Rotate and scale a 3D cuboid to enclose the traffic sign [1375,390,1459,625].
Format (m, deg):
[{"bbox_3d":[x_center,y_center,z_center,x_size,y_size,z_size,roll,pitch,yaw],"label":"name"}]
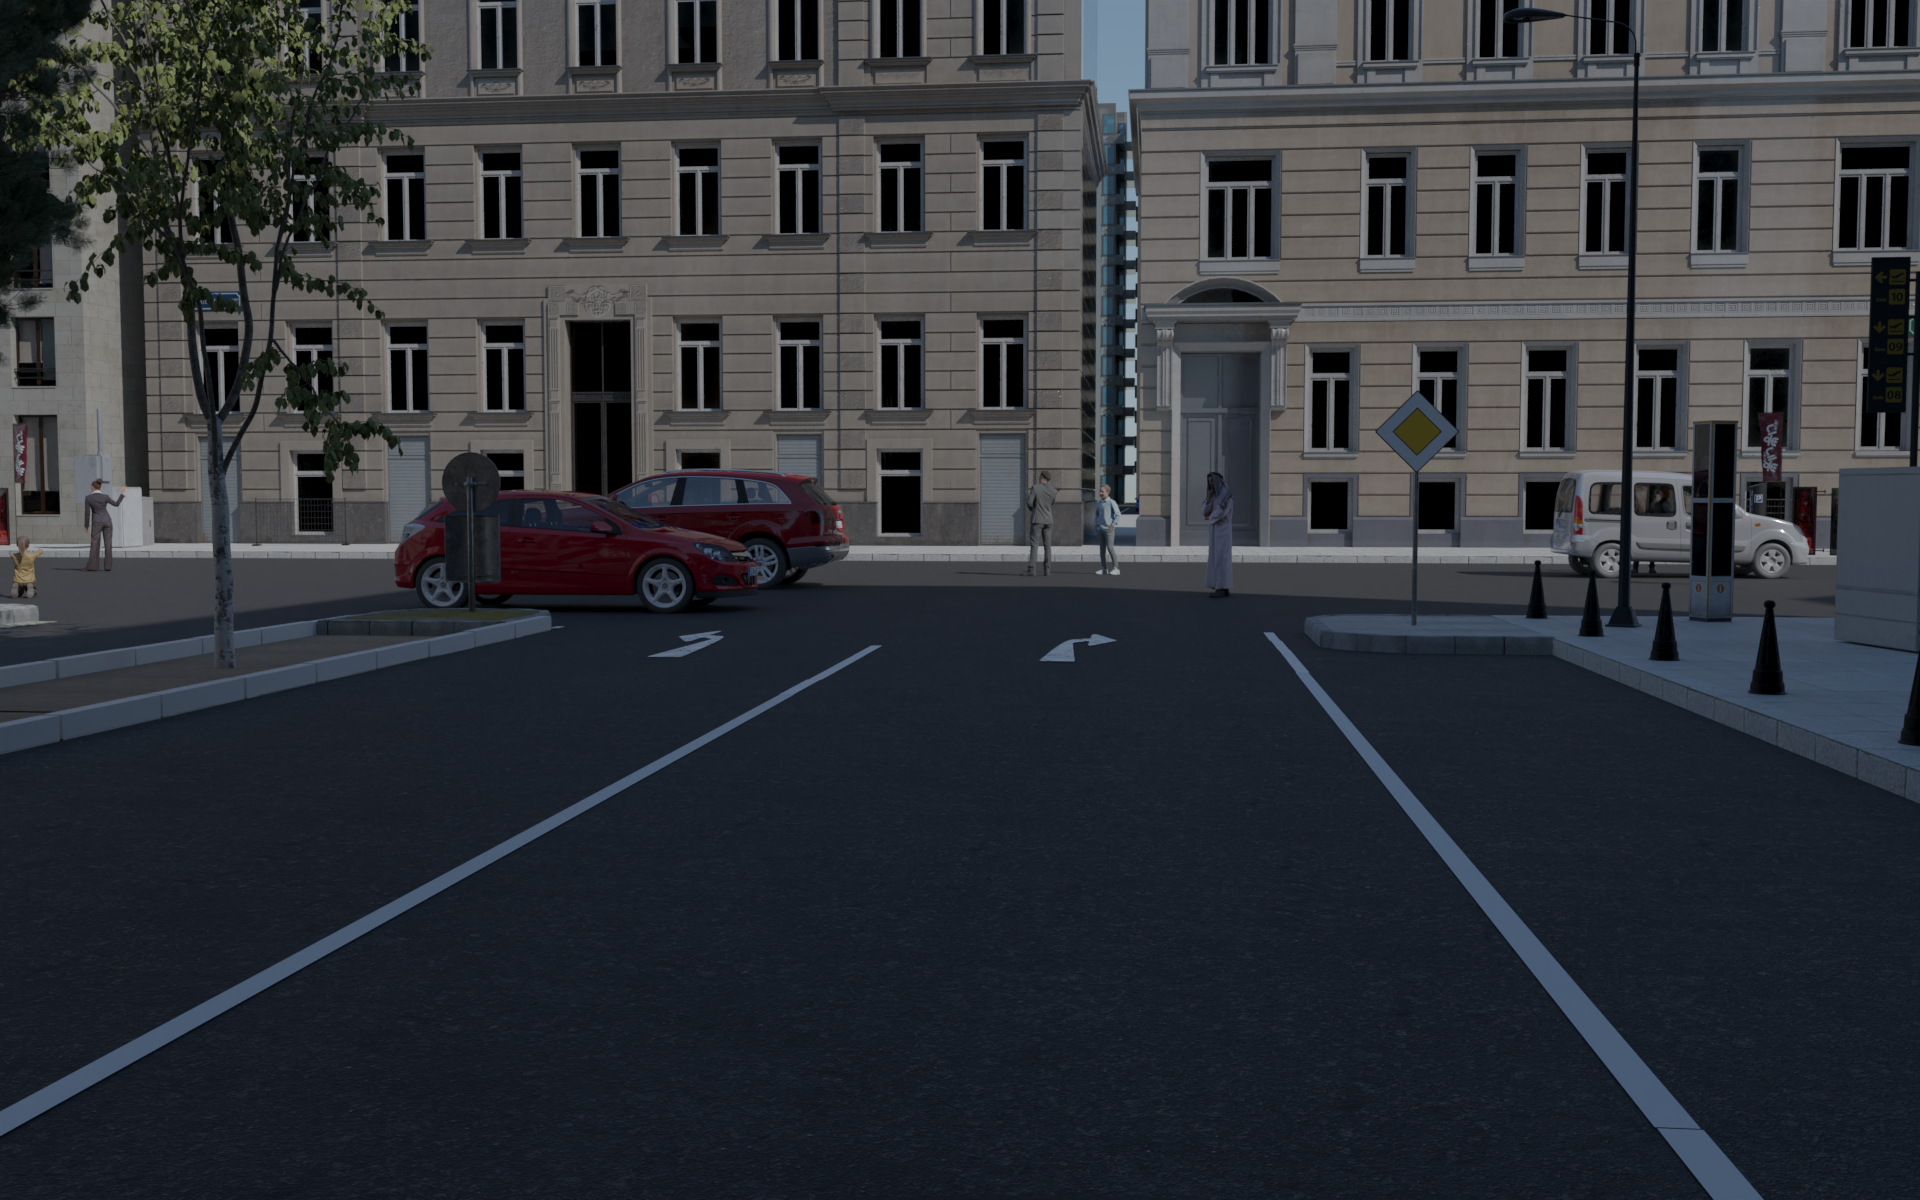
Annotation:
[{"bbox_3d":[4.439,-0.810,16.886,0.795,2.450,0.064,0,4,6],"label":"traffic sign"}]

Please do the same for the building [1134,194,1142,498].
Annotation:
[{"bbox_3d":[31.998,-35.763,208.432,21.600,48.544,21.300,0,4,6],"label":"building"}]

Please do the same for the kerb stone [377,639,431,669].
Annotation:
[{"bbox_3d":[-4.768,0.463,14.665,0.120,0.150,1.000,0,4,6],"label":"kerb stone"}]

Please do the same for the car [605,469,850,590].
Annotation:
[{"bbox_3d":[-4.386,-1.121,26.995,5.304,1.827,2.281,0,4,6],"label":"car"}]

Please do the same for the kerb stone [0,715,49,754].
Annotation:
[{"bbox_3d":[-5.338,0.775,9.552,0.120,0.150,1.000,0,4,6],"label":"kerb stone"}]

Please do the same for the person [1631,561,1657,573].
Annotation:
[{"bbox_3d":[12.506,-1.381,31.610,0.617,1.759,0.750,1,4,23],"label":"person"}]

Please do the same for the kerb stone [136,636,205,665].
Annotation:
[{"bbox_3d":[-6.850,0.449,14.899,0.120,0.150,1.000,0,4,6],"label":"kerb stone"}]

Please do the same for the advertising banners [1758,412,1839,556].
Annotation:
[{"bbox_3d":[17.821,-2.462,36.448,2.074,3.025,0.090,3,5,45],"label":"advertising banners"}]

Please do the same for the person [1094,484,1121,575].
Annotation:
[{"bbox_3d":[2.599,-1.263,30.956,0.330,1.601,0.589,-3,4,-37],"label":"person"}]

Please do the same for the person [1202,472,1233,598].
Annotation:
[{"bbox_3d":[3.586,-0.917,24.159,0.621,1.740,0.551,-3,5,-40],"label":"person"}]

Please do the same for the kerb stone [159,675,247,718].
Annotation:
[{"bbox_3d":[-5.111,0.649,11.594,0.120,0.150,1.000,0,4,6],"label":"kerb stone"}]

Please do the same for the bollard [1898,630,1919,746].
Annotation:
[{"bbox_3d":[4.945,0.438,8.874,0.229,0.601,0.229,0,3,0],"label":"bollard"}]

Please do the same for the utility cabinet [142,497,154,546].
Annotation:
[{"bbox_3d":[-20.286,-1.944,42.946,0.306,1.237,1.020,-1,4,-9],"label":"utility cabinet"}]

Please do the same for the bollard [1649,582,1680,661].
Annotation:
[{"bbox_3d":[5.449,0.163,13.379,0.229,0.601,0.229,0,3,0],"label":"bollard"}]

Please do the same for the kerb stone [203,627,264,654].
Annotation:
[{"bbox_3d":[-6.739,0.384,15.917,0.120,0.150,1.000,0,4,6],"label":"kerb stone"}]

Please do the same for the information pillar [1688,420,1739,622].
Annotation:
[{"bbox_3d":[7.574,-0.791,17.422,0.304,2.012,0.304,-1,4,-13],"label":"information pillar"}]

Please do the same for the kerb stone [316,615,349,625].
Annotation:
[{"bbox_3d":[-6.508,0.267,17.954,0.120,0.150,1.000,0,4,6],"label":"kerb stone"}]

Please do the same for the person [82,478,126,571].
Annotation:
[{"bbox_3d":[-15.942,-1.406,32.287,0.445,1.727,0.742,2,4,26],"label":"person"}]

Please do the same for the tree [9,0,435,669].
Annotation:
[{"bbox_3d":[-6.012,-3.724,13.700,4.737,8.622,4.395,0,3,0],"label":"tree"}]

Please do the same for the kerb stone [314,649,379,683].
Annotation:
[{"bbox_3d":[-4.881,0.523,13.647,0.120,0.150,1.000,0,4,6],"label":"kerb stone"}]

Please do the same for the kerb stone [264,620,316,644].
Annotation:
[{"bbox_3d":[-6.621,0.322,16.935,0.120,0.150,1.000,0,4,6],"label":"kerb stone"}]

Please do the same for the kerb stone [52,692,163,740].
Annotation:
[{"bbox_3d":[-5.223,0.711,10.576,0.120,0.150,1.000,0,4,6],"label":"kerb stone"}]

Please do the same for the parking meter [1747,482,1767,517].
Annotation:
[{"bbox_3d":[16.694,-1.707,36.312,0.372,1.533,0.369,0,3,0],"label":"parking meter"}]

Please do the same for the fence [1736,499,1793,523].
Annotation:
[{"bbox_3d":[18.186,-1.731,39.506,2.264,1.192,0.480,0,4,-4],"label":"fence"}]

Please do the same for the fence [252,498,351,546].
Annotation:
[{"bbox_3d":[-16.423,-1.955,43.168,2.264,1.192,0.480,-1,4,-14],"label":"fence"}]

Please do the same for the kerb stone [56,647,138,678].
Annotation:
[{"bbox_3d":[-6.963,0.509,13.881,0.120,0.150,1.000,0,4,6],"label":"kerb stone"}]

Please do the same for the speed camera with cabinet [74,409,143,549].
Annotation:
[{"bbox_3d":[-20.117,-2.849,40.921,0.660,3.252,2.038,0,4,2],"label":"speed camera with cabinet"}]

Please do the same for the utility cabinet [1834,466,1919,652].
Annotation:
[{"bbox_3d":[7.787,-0.352,14.434,0.318,1.500,1.173,0,4,-3],"label":"utility cabinet"}]

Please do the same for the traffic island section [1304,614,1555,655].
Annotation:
[{"bbox_3d":[4.463,0.325,16.960,2.009,0.180,2.903,0,4,6],"label":"traffic island section"}]

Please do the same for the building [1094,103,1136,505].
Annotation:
[{"bbox_3d":[6.258,-36.258,212.431,30.456,49.044,23.786,0,4,6],"label":"building"}]

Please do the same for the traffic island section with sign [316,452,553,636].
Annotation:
[{"bbox_3d":[-5.401,-0.622,18.305,2.006,1.907,1.989,0,4,6],"label":"traffic island section with sign"}]

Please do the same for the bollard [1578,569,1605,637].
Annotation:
[{"bbox_3d":[5.704,0.025,15.631,0.229,0.601,0.229,0,3,0],"label":"bollard"}]

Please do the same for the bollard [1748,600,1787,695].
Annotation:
[{"bbox_3d":[5.198,0.300,11.134,0.229,0.601,0.229,0,3,0],"label":"bollard"}]

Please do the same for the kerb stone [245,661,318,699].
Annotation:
[{"bbox_3d":[-4.993,0.588,12.622,0.120,0.150,1.000,0,4,6],"label":"kerb stone"}]

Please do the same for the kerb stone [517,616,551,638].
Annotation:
[{"bbox_3d":[-4.420,0.273,17.729,0.120,0.150,1.000,0,4,6],"label":"kerb stone"}]

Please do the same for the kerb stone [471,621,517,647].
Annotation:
[{"bbox_3d":[-4.538,0.336,16.709,0.120,0.150,1.000,0,4,6],"label":"kerb stone"}]

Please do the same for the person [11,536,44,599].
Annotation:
[{"bbox_3d":[-12.960,-0.465,24.028,0.347,0.859,0.695,-1,4,-18],"label":"person"}]

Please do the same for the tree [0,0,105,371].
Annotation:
[{"bbox_3d":[-6.935,-5.096,7.828,6.751,12.117,7.091,0,3,0],"label":"tree"}]

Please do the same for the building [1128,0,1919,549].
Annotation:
[{"bbox_3d":[14.651,-15.940,46.527,20.117,28.700,13.634,0,4,6],"label":"building"}]

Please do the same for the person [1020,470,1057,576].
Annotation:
[{"bbox_3d":[1.368,-1.350,30.376,0.655,1.846,0.447,-2,4,-28],"label":"person"}]

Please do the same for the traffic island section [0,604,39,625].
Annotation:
[{"bbox_3d":[-11.477,0.216,18.750,2.009,0.180,2.903,0,4,6],"label":"traffic island section"}]

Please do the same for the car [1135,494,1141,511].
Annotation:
[{"bbox_3d":[15.456,-8.211,143.847,1.945,1.707,3.694,0,4,7],"label":"car"}]

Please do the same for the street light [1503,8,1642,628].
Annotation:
[{"bbox_3d":[5.894,-2.699,16.673,1.470,5.913,1.316,0,4,6],"label":"street light"}]

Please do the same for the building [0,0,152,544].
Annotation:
[{"bbox_3d":[-30.005,-11.928,49.774,16.860,20.320,10.420,0,4,6],"label":"building"}]

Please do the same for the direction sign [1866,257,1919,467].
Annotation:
[{"bbox_3d":[9.147,-1.505,16.603,0.876,3.537,0.379,0,4,6],"label":"direction sign"}]

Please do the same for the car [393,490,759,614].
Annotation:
[{"bbox_3d":[-4.747,-0.772,21.658,4.494,1.783,2.155,0,4,5],"label":"car"}]

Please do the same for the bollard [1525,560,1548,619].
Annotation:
[{"bbox_3d":[5.959,-0.112,17.876,0.229,0.601,0.229,0,3,0],"label":"bollard"}]

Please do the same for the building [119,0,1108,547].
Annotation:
[{"bbox_3d":[-8.443,-15.362,48.430,25.104,27.353,12.463,0,4,6],"label":"building"}]

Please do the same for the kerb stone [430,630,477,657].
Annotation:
[{"bbox_3d":[-4.649,0.406,15.683,0.120,0.150,1.000,0,4,6],"label":"kerb stone"}]

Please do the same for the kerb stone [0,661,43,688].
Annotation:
[{"bbox_3d":[-7.087,0.576,12.858,0.120,0.150,1.000,0,4,6],"label":"kerb stone"}]

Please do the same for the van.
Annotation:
[{"bbox_3d":[12.461,-1.408,30.027,4.112,2.044,2.013,0,4,5],"label":"van"}]

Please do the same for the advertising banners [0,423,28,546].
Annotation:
[{"bbox_3d":[-23.926,-2.874,43.176,2.074,3.025,0.090,2,4,24],"label":"advertising banners"}]
